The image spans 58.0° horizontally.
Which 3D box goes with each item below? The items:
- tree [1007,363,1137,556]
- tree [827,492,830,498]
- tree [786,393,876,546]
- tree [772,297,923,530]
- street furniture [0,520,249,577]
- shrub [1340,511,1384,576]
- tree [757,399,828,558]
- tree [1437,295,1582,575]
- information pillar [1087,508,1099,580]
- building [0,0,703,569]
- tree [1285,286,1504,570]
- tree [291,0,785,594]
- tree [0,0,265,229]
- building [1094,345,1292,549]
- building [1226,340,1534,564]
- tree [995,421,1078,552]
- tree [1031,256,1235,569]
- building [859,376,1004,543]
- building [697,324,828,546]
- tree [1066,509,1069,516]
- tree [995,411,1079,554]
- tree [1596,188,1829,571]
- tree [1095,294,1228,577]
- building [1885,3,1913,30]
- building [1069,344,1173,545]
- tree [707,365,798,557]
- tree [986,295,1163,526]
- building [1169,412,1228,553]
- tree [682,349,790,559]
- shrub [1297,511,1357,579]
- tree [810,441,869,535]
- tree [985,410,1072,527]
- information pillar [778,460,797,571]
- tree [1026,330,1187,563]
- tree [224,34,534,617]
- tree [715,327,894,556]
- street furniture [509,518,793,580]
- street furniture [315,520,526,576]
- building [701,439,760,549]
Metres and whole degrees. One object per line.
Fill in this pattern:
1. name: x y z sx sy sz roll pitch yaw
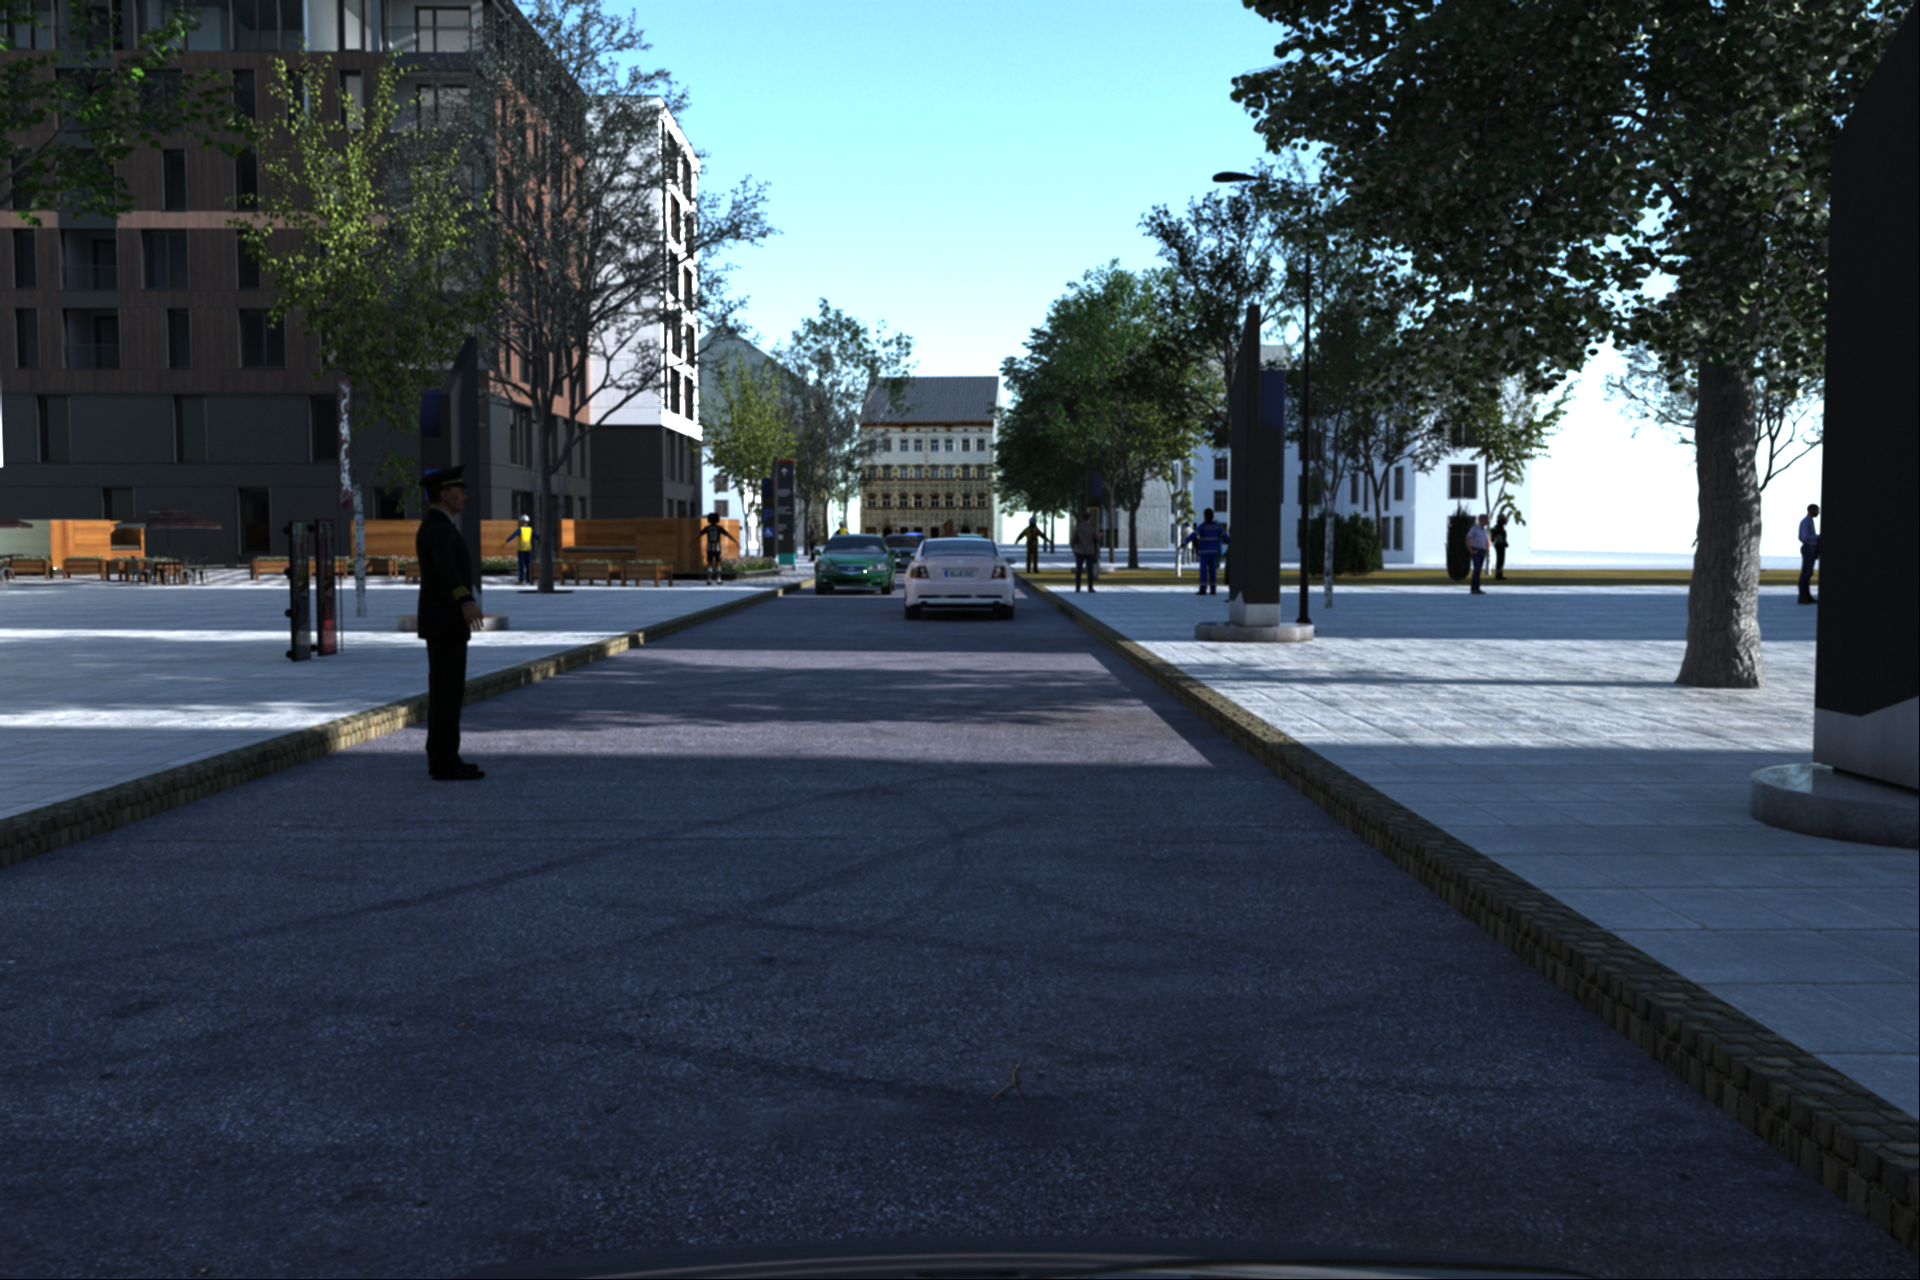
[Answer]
1. tree: 6.747 -10.685 100.448 9.928 11.665 9.643 0 3 0
2. tree: -22.316 -19.798 234.061 12.009 13.543 11.850 0 3 0
3. tree: -9.160 -11.068 115.369 7.601 10.594 8.767 -2 4 -32
4. tree: -8.959 -17.224 137.495 12.611 20.169 13.585 0 3 0
5. street furniture: -30.432 -3.049 56.705 9.812 1.723 11.010 3 4 36
6. shrub: 12.055 -2.947 52.610 1.690 2.028 1.600 0 3 0
7. tree: -8.740 -8.735 93.181 4.360 8.622 3.978 0 3 0
8. tree: 16.702 -6.323 53.748 4.737 8.622 4.395 0 3 0
9. information pillar: 3.700 -2.678 48.272 0.304 2.012 0.304 0 3 0
10. building: -27.852 -14.353 78.650 27.936 21.610 32.646 0 4 -1
11. tree: 15.344 -7.853 62.816 8.767 10.594 7.601 1 4 16
12. tree: -8.890 -7.771 37.419 12.009 13.543 11.850 0 3 0
13. tree: -8.185 -5.292 12.273 9.928 11.665 9.643 0 3 0
14. building: 22.577 -18.574 170.147 16.747 18.905 31.486 0 3 0
15. building: 20.307 -8.963 88.691 9.099 9.664 28.070 0 4 0
16. tree: 6.351 -11.662 125.081 8.767 10.594 7.601 2 4 32
17. tree: 6.498 -8.453 63.967 9.928 11.665 9.643 0 3 0
18. building: -3.614 -24.855 239.772 18.063 23.208 19.493 0 4 5
19. building: -24.662 -21.964 190.032 19.493 23.208 18.063 0 4 1
20. tree: 17.851 -20.106 239.109 12.009 13.543 11.850 0 3 0
21. tree: 5.868 -10.942 113.312 8.767 10.594 7.601 2 4 32
22. tree: 27.850 -9.178 60.424 12.009 13.543 11.850 0 3 0
23. tree: 6.370 -6.216 52.001 4.737 8.622 4.395 0 3 0
24. building: 23.082 -10.729 31.835 16.016 20.090 11.380 0 4 0
25. building: 22.498 -22.538 199.422 19.493 23.208 18.063 0 4 0
26. tree: -8.639 -7.556 73.900 4.737 8.622 4.395 0 3 0
27. tree: 6.248 -11.163 89.172 9.857 13.997 8.962 0 3 0
28. building: 20.501 -10.844 119.451 9.099 9.664 28.070 0 3 0
29. tree: -8.548 -7.207 68.201 4.737 8.622 4.395 0 3 0
30. shrub: 10.541 -2.794 49.731 1.661 2.075 1.752 0 3 0
31. tree: -9.312 -10.651 124.509 4.360 8.622 3.978 0 3 0
32. tree: 5.639 -13.484 138.591 7.486 12.596 7.792 0 3 0
33. information pillar: -6.137 -4.379 60.976 0.750 3.857 0.750 0 4 -1
34. tree: 6.385 -8.655 75.921 7.601 10.594 8.767 -1 4 -22
35. tree: -8.995 -4.652 26.422 4.737 8.622 4.395 0 3 0
36. tree: -9.094 -11.730 102.161 12.009 13.543 11.850 0 3 0
37. street furniture: -7.909 -2.746 51.752 9.812 1.723 11.010 0 4 6
38. street furniture: -18.380 -2.981 55.591 9.812 1.723 11.010 -1 4 -17
39. building: -23.709 -13.768 167.262 9.099 9.664 28.070 0 4 -1
